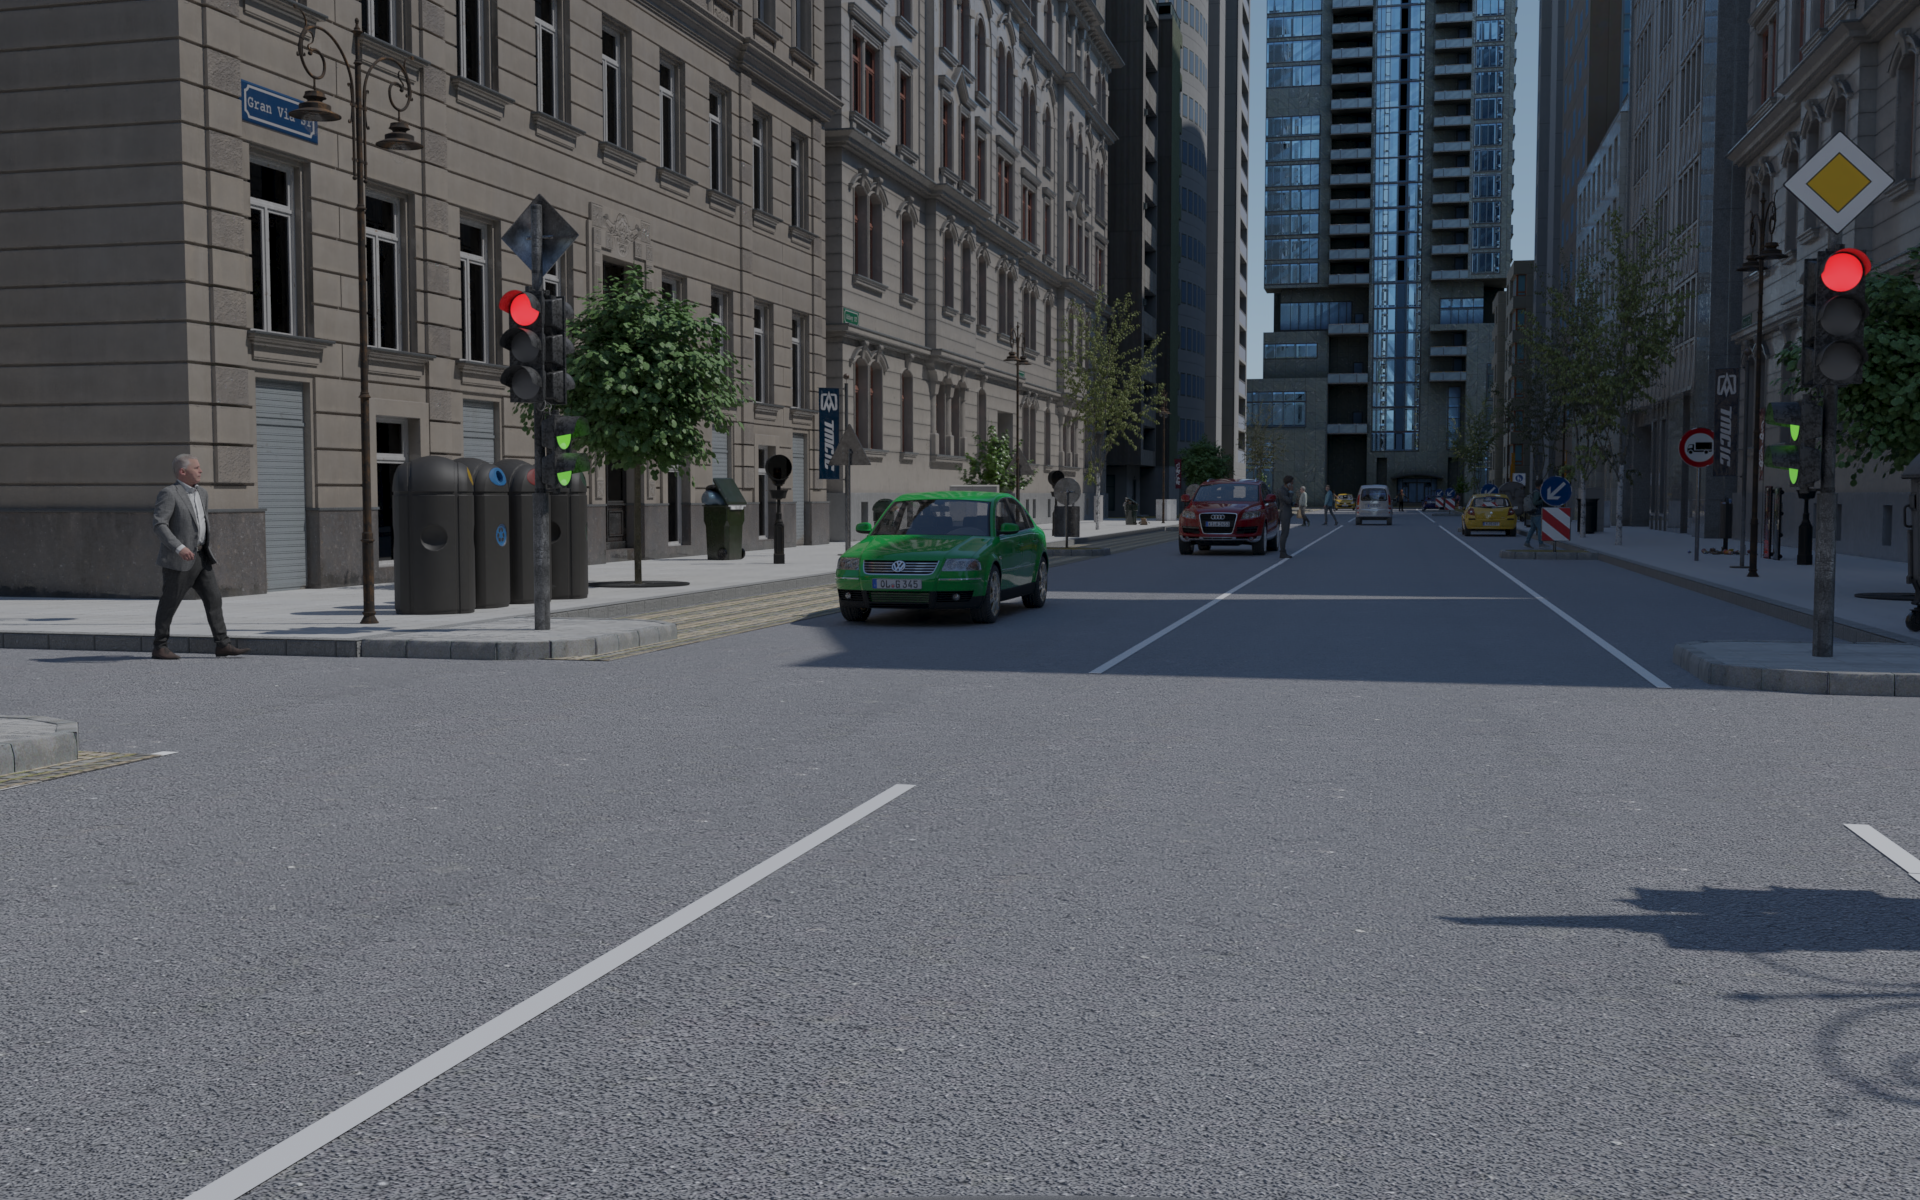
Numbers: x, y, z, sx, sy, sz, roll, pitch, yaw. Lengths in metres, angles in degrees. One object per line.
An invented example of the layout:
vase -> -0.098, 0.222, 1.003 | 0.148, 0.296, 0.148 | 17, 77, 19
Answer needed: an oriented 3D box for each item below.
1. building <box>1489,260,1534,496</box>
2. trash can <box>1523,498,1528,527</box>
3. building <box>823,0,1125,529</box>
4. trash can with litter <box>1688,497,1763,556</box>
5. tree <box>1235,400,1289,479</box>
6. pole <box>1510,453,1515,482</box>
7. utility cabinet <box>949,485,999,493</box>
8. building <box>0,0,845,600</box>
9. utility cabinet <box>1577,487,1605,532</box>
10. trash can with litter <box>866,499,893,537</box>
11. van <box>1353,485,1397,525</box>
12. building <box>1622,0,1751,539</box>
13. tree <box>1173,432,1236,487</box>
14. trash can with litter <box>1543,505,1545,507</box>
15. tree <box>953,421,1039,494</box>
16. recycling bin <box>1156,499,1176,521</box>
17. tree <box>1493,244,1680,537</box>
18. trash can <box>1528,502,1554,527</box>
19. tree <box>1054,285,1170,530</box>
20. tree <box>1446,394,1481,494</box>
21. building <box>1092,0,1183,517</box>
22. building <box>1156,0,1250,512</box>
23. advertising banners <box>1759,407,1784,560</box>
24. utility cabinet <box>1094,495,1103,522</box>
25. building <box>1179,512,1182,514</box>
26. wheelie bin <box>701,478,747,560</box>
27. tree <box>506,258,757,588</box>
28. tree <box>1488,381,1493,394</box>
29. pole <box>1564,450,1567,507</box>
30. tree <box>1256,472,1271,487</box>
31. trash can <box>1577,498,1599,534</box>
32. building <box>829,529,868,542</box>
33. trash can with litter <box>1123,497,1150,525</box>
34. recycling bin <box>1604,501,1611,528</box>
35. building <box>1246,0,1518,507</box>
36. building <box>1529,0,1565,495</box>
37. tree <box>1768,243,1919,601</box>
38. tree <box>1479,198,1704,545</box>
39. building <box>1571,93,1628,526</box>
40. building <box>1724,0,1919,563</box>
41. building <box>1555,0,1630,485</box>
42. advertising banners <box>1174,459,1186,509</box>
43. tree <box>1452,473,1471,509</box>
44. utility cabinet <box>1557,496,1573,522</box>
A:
building -> 57.836, -17.981, 139.026 | 27.650, 21.520, 28.899 | 1, 4, 14
trash can -> 22.014, -3.360, 66.590 | 0.748, 1.137, 0.748 | 0, 3, 0
building -> -0.972, -17.934, 80.610 | 14.401, 28.519, 23.554 | 1, 4, 14
trash can with litter -> 16.562, -1.602, 37.248 | 1.678, 1.210, 2.233 | 1, 4, 20
tree -> 23.403, -11.323, 135.488 | 4.360, 8.622, 3.978 | 0, 3, 0
pole -> 27.399, -5.631, 85.906 | 0.158, 3.312, 0.155 | 0, 3, 0
utility cabinet -> 0.345, -2.042, 42.067 | 1.173, 1.500, 0.318 | 1, 4, 12
building -> -11.764, -14.431, 33.203 | 12.463, 27.353, 25.104 | 1, 4, 14
utility cabinet -> 20.924, -2.984, 57.462 | 1.173, 1.500, 0.318 | -3, 5, -40
trash can with litter -> -1.904, -1.904, 42.523 | 0.624, 1.170, 1.055 | 1, 4, 16
van -> 19.363, -4.521, 80.923 | 2.013, 2.044, 4.112 | 1, 4, 14
building -> 29.700, -14.637, 57.344 | 12.078, 24.808, 19.932 | 1, 4, 14
tree -> 12.869, -6.618, 91.923 | 4.285, 4.588, 4.351 | 0, 3, 0
trash can with litter -> 21.858, -3.235, 64.281 | 1.055, 1.170, 0.624 | 1, 4, 18
tree -> 0.899, -3.037, 44.249 | 1.663, 3.219, 1.824 | 0, 3, 0
recycling bin -> 9.859, -4.297, 82.805 | 0.722, 1.027, 0.722 | -3, 5, -40
tree -> 18.487, -6.144, 50.820 | 4.360, 8.622, 3.978 | 0, 3, 0
trash can -> 20.453, -2.981, 60.387 | 0.748, 1.137, 0.748 | 0, 3, 0
tree -> 5.151, -6.831, 62.055 | 4.737, 8.622, 4.395 | 0, 3, 0
tree -> 37.239, -10.689, 125.134 | 4.737, 8.622, 4.395 | 0, 3, 0
building -> 4.747, -20.003, 98.745 | 14.160, 30.474, 14.107 | 1, 4, 14
building -> 11.087, -37.407, 153.596 | 28.212, 58.520, 21.231 | 1, 4, 14
advertising banners -> 16.024, -2.330, 34.280 | 0.090, 3.025, 2.074 | 1, 4, 13
utility cabinet -> 6.282, -4.129, 78.674 | 0.306, 1.237, 1.020 | 1, 4, 12
building -> 6.327, -35.319, 119.464 | 21.231, 58.520, 28.212 | 1, 4, 14
wheelie bin -> -4.628, -1.582, 33.771 | 0.693, 1.594, 0.980 | 2, 4, 28
tree -> -4.444, -2.476, 24.200 | 4.285, 4.588, 4.351 | 0, 3, 0
tree -> 24.401, -7.498, 72.948 | 4.360, 8.622, 3.978 | 0, 3, 0
pole -> 27.916, -5.269, 79.991 | 0.158, 3.312, 0.155 | 0, 3, 0
tree -> 24.624, -8.939, 140.762 | 1.663, 3.219, 1.824 | 0, 3, 0
trash can -> 20.253, -2.706, 55.904 | 0.748, 1.137, 0.748 | 0, 3, 0
building -> -6.351, -16.518, 57.457 | 14.401, 28.519, 23.554 | 1, 4, 14
trash can with litter -> 7.296, -3.680, 71.554 | 1.055, 1.170, 0.624 | 0, 4, -6
recycling bin -> 24.597, -3.312, 66.713 | 0.722, 1.027, 0.722 | 0, 4, 4
building -> 44.132, -53.089, 180.674 | 31.000, 86.520, 22.319 | 1, 4, 14
building -> 47.781, -34.743, 110.043 | 21.231, 58.520, 28.212 | 1, 4, 14
tree -> 11.817, -2.297, 21.263 | 4.285, 4.588, 4.351 | 0, 3, 0
tree -> 16.425, -5.692, 43.420 | 4.737, 8.622, 4.395 | 0, 3, 0
building -> 33.297, -13.530, 75.971 | 10.420, 20.320, 16.860 | 1, 4, 14
building -> 25.157, -15.199, 35.889 | 14.401, 28.519, 23.554 | 1, 4, 14
building -> 39.440, -26.939, 90.568 | 14.600, 45.320, 14.200 | 1, 4, 14
advertising banners -> 11.384, -5.507, 86.227 | 2.074, 3.025, 0.090 | -3, 4, -37
tree -> 44.157, -9.684, 152.934 | 1.663, 3.219, 1.824 | 0, 3, 0
utility cabinet -> 28.210, -4.262, 80.848 | 0.306, 1.237, 1.020 | -1, 4, -10
